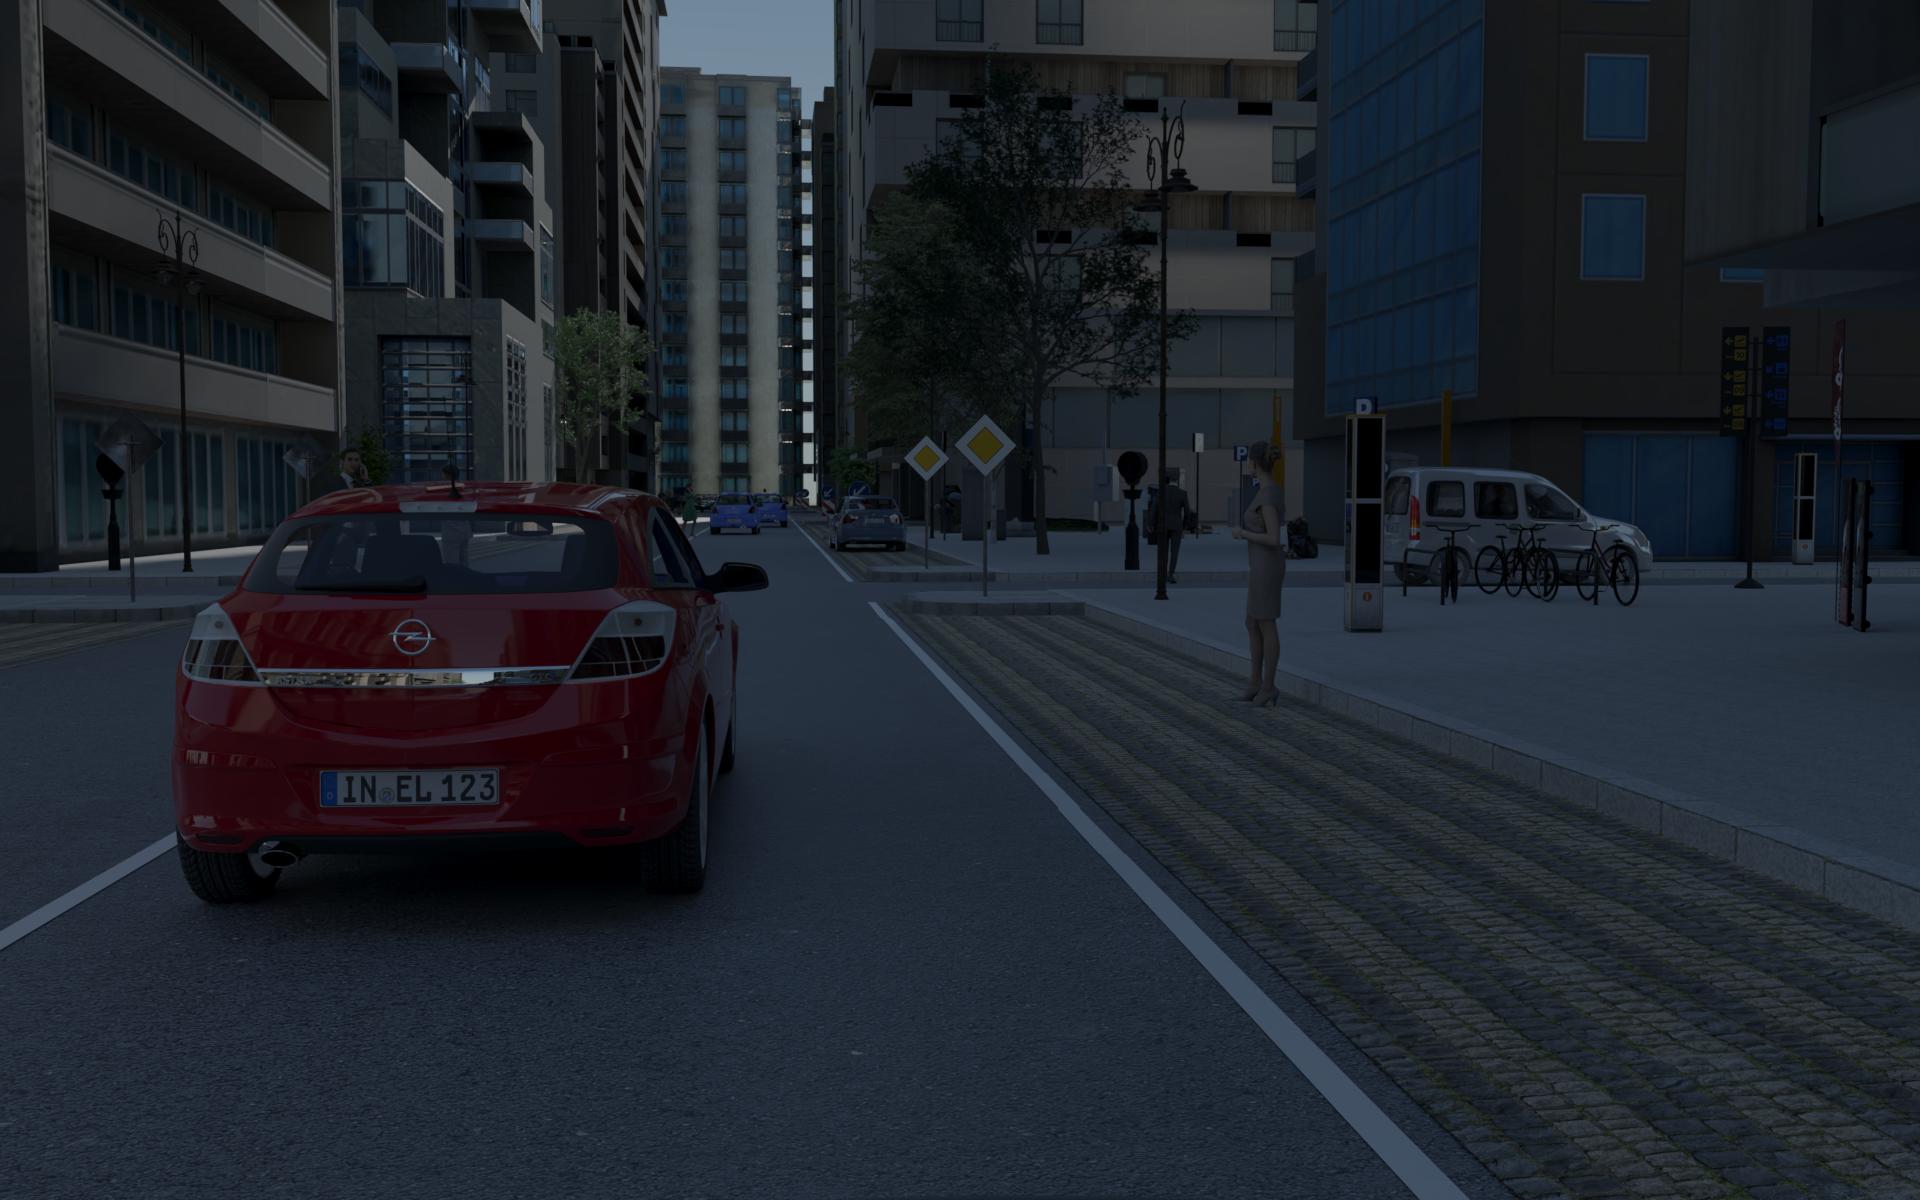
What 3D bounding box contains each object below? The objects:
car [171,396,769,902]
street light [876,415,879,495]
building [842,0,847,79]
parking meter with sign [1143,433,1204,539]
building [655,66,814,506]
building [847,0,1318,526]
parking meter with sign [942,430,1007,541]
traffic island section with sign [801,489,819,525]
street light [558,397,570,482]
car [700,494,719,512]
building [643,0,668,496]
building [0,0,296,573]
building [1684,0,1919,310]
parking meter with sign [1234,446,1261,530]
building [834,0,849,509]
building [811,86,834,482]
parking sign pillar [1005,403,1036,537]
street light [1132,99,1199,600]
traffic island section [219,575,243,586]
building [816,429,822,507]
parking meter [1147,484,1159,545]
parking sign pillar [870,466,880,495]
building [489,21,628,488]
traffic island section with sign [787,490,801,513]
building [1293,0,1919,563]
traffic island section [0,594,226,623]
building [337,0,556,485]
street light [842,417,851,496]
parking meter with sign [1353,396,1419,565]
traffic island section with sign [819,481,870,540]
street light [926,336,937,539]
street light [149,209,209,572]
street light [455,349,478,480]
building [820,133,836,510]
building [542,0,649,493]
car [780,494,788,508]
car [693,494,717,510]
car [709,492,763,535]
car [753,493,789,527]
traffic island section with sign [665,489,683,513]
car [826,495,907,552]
[{"bbox_3d":[-1.933,0.087,7.625,2.155,1.783,4.494,0,4,-5],"label":"car"},{"bbox_3d":[-3.708,-6.383,77.155,0.468,5.910,1.993,0,4,-6],"label":"street light"},{"bbox_3d":[-0.400,-28.298,112.786,14.600,45.320,14.200,0,4,-6],"label":"building"},{"bbox_3d":[6.113,-3.289,50.031,1.738,3.016,0.543,2,4,33],"label":"parking meter with sign"},{"bbox_3d":[-32.162,-35.313,196.975,30.456,49.044,23.786,0,4,-6],"label":"building"},{"bbox_3d":[8.677,-30.118,81.668,28.713,52.752,27.495,0,4,-6],"label":"building"},{"bbox_3d":[0.399,-3.148,47.725,1.738,3.016,0.543,0,4,-3],"label":"parking meter with sign"},{"bbox_3d":[-6.318,-4.451,81.401,1.989,1.847,2.006,0,4,-6],"label":"traffic island section with sign"},{"bbox_3d":[-18.765,-6.697,82.283,0.468,5.910,1.993,0,4,-6],"label":"street light"},{"bbox_3d":[-20.318,-7.944,141.680,2.131,1.459,4.920,0,4,-7],"label":"car"},{"bbox_3d":[-41.741,-34.997,161.438,27.495,52.752,28.713,0,4,-6],"label":"building"},{"bbox_3d":[-26.674,-25.205,35.801,21.300,48.544,21.600,0,4,-6],"label":"building"},{"bbox_3d":[11.798,-19.808,7.458,14.154,41.232,14.086,0,4,-6],"label":"building"},{"bbox_3d":[10.375,-4.004,61.730,0.543,3.016,1.738,-1,4,-16],"label":"parking meter with sign"},{"bbox_3d":[-2.282,-27.171,127.841,14.154,41.232,14.086,0,4,-6],"label":"building"},{"bbox_3d":[-9.293,-33.290,194.394,14.200,45.320,14.600,0,4,-6],"label":"building"},{"bbox_3d":[1.771,-3.871,51.769,1.447,3.967,1.447,-1,4,-21],"label":"parking sign pillar"},{"bbox_3d":[2.447,-2.940,20.860,0.468,5.910,1.993,0,4,-6],"label":"street light"},{"bbox_3d":[-10.729,-0.381,28.513,2.009,0.180,2.903,0,4,-6],"label":"traffic island section"},{"bbox_3d":[-2.215,-52.081,164.197,22.319,86.520,31.000,0,4,-6],"label":"building"},{"bbox_3d":[4.919,-2.158,43.697,0.372,1.533,0.369,0,3,0],"label":"parking meter"},{"bbox_3d":[-5.103,-7.035,103.497,1.447,3.967,1.447,-1,4,-10],"label":"parking sign pillar"},{"bbox_3d":[-28.846,-20.658,109.468,14.160,30.474,14.107,0,4,-6],"label":"building"},{"bbox_3d":[-11.822,-7.470,130.769,1.989,1.847,2.006,0,4,-6],"label":"traffic island section with sign"},{"bbox_3d":[16.473,-23.722,37.962,14.200,45.320,14.600,0,4,-6],"label":"building"},{"bbox_3d":[-9.845,0.104,20.577,2.009,0.180,2.903,0,4,-6],"label":"traffic island section"},{"bbox_3d":[-27.885,-46.256,68.954,22.319,86.520,31.000,0,4,-6],"label":"building"},{"bbox_3d":[-6.804,-8.031,104.087,0.468,5.910,1.993,0,4,-6],"label":"street light"},{"bbox_3d":[7.982,-2.158,31.547,1.738,3.016,0.543,-2,4,-30],"label":"parking meter with sign"},{"bbox_3d":[-3.306,-2.800,54.405,1.989,1.847,2.006,0,4,-6],"label":"traffic island section with sign"},{"bbox_3d":[-0.808,-4.707,49.745,0.468,5.910,1.993,0,4,-6],"label":"street light"},{"bbox_3d":[-12.743,-3.401,28.401,0.468,5.910,1.993,0,4,-6],"label":"street light"},{"bbox_3d":[-15.740,-5.049,55.343,0.468,5.910,1.993,0,4,-6],"label":"street light"},{"bbox_3d":[-4.461,-22.667,142.305,14.160,30.474,14.107,0,4,-6],"label":"building"},{"bbox_3d":[-34.526,-30.758,126.593,21.300,48.544,21.600,0,4,-6],"label":"building"},{"bbox_3d":[-9.814,-4.904,88.969,1.959,1.807,4.718,0,4,-7],"label":"car"},{"bbox_3d":[-20.047,-7.571,135.582,2.131,1.459,4.920,0,4,-7],"label":"car"},{"bbox_3d":[-8.060,-3.222,62.277,1.945,1.707,3.694,0,4,-5],"label":"car"},{"bbox_3d":[-8.414,-4.034,75.552,1.945,1.707,3.694,0,4,-8],"label":"car"},{"bbox_3d":[-21.670,-7.404,129.686,1.989,1.847,2.006,0,4,-6],"label":"traffic island section with sign"},{"bbox_3d":[-2.382,-1.967,44.159,2.014,1.417,4.499,0,4,-8],"label":"car"}]
